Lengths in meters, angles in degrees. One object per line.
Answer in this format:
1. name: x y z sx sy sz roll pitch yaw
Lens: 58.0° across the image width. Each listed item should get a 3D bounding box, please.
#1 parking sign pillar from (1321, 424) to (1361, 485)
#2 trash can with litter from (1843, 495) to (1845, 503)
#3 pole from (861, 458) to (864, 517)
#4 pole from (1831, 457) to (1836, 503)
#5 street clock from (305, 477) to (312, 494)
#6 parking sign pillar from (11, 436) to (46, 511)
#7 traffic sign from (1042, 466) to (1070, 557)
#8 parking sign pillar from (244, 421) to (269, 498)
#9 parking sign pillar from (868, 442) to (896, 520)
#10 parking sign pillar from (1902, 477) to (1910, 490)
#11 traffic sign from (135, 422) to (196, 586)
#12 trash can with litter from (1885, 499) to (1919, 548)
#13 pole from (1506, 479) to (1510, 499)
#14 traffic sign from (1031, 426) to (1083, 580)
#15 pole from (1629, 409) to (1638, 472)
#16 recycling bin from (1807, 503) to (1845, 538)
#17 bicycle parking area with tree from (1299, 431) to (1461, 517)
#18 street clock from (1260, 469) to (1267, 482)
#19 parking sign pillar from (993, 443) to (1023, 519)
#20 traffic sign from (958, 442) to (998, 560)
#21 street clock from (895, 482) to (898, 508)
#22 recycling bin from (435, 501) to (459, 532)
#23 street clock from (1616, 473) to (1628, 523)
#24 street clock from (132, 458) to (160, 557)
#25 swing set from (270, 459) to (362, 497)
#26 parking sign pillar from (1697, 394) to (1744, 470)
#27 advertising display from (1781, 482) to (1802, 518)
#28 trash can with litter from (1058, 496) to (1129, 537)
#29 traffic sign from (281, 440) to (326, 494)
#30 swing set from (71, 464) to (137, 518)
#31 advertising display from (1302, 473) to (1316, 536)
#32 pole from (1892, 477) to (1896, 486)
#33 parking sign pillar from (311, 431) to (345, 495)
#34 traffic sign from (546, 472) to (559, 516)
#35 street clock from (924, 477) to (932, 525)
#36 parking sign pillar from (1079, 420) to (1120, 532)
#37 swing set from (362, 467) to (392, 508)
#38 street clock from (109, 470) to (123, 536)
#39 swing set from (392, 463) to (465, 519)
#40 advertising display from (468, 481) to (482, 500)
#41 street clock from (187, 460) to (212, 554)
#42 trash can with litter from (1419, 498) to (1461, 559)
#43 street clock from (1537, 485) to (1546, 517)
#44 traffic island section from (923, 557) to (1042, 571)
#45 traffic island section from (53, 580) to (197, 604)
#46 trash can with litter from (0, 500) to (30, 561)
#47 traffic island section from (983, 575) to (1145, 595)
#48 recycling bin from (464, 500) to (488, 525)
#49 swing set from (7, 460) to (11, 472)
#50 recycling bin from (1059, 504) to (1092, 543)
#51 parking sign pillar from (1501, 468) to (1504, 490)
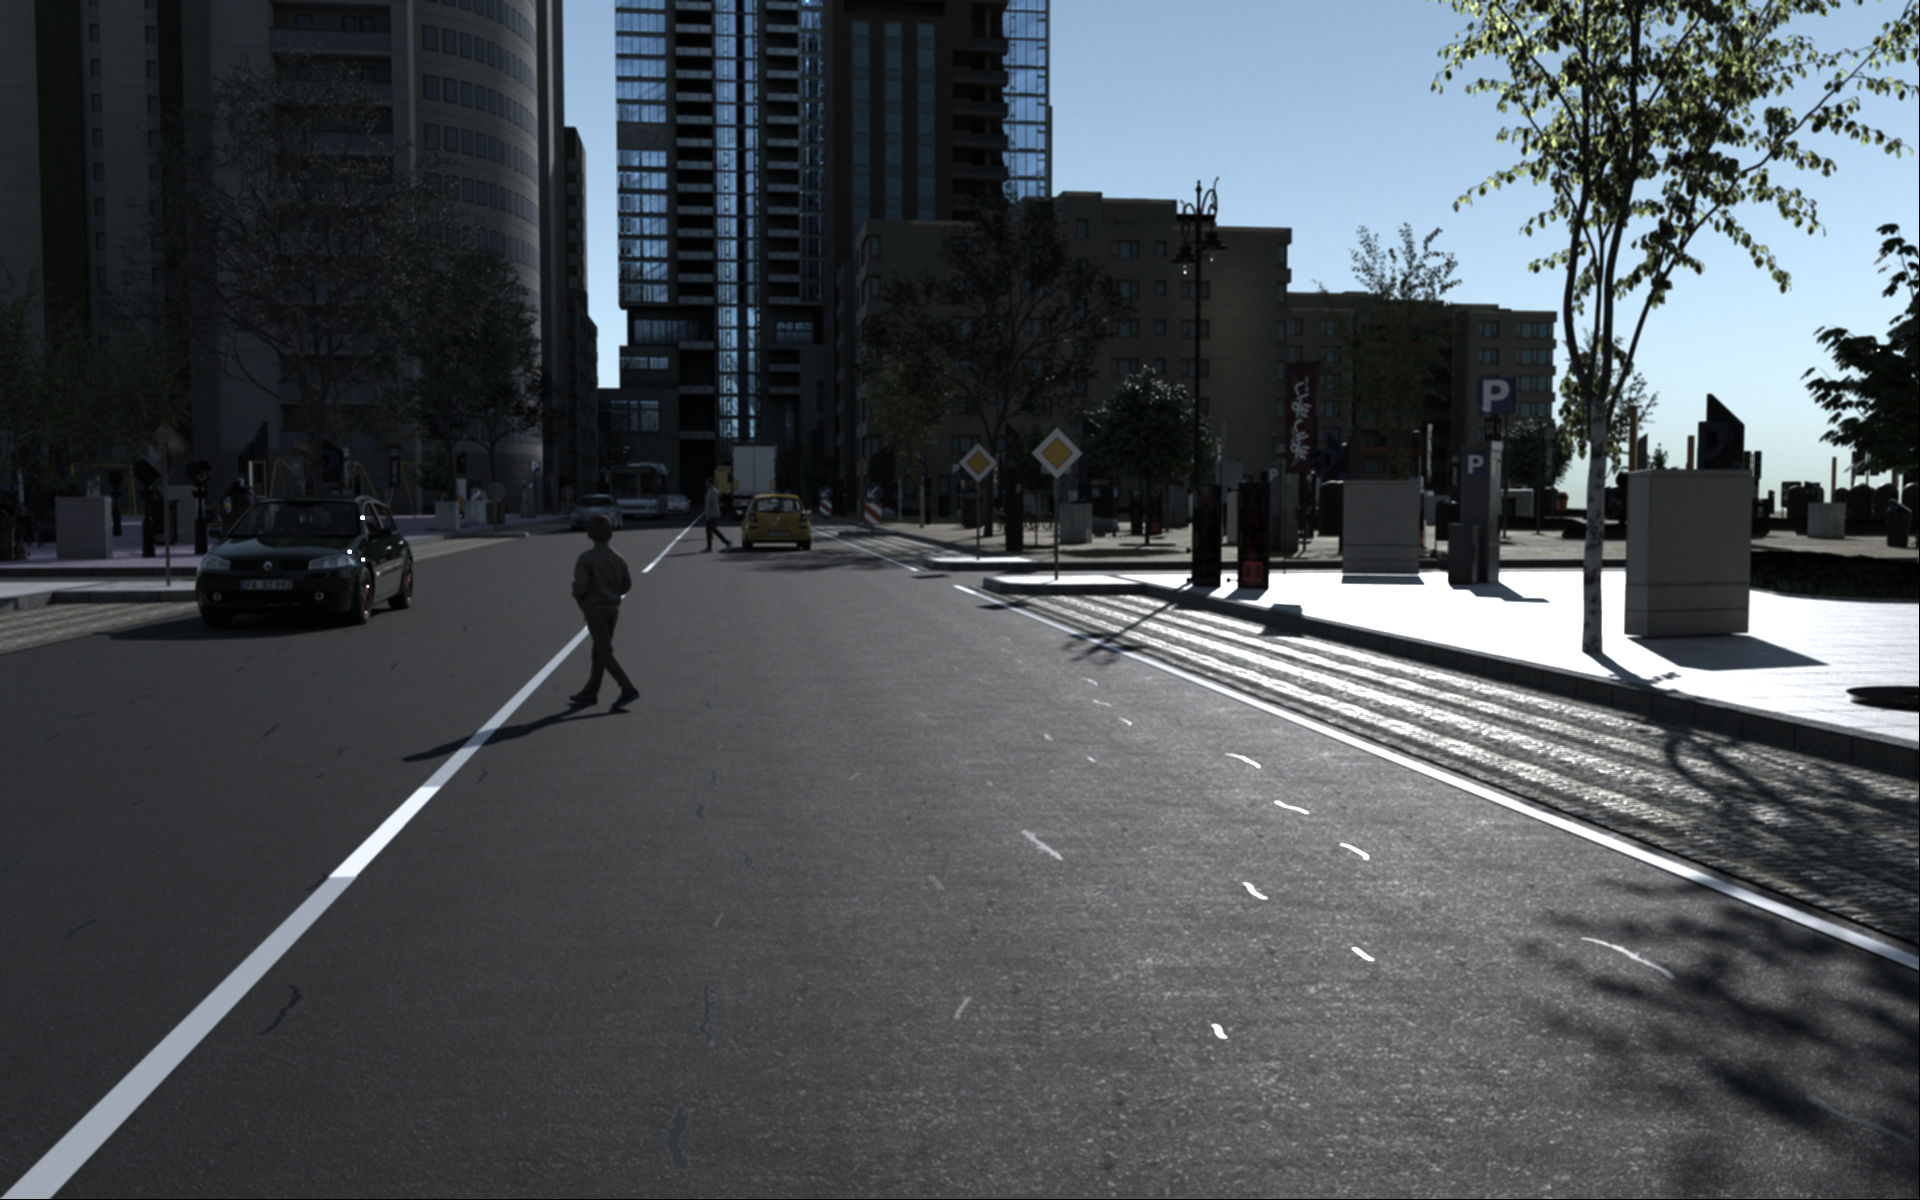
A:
1. parking sign pillar: 14.815 -4.734 65.880 1.447 3.967 1.447 2 4 33
2. trash can with litter: 47.027 -4.926 91.591 1.678 1.210 2.233 -2 4 -27
3. pole: -5.516 -6.367 97.942 0.158 3.312 0.155 0 3 0
4. pole: 48.106 -6.210 95.375 0.158 3.312 0.155 0 3 0
5. street clock: -26.306 -3.990 69.799 0.358 2.002 0.471 -1 4 -22
6. parking sign pillar: -41.450 -5.420 77.083 1.447 3.967 1.447 0 4 2
7. traffic sign: 1.960 -2.040 35.479 0.606 2.300 0.079 0 4 -4
8. parking sign pillar: -25.848 -4.597 63.627 1.447 3.967 1.447 0 4 -1
9. parking sign pillar: -3.990 -6.079 87.856 1.447 3.967 1.447 -1 4 -21
10. parking sign pillar: 52.810 -6.575 95.974 1.447 3.967 1.447 0 4 -2
11. traffic sign: -11.043 -1.252 24.110 0.795 2.450 0.064 0 4 -8
12. trash can with litter: 22.923 -1.861 41.807 1.055 1.170 0.624 2 4 32
13. pole: 31.391 -6.442 99.165 0.158 3.312 0.155 0 3 0
14. traffic sign: 1.437 -1.355 25.796 0.795 2.450 0.064 0 4 -8
15. pole: 16.211 -2.930 41.746 0.158 3.312 0.155 0 3 0
16. recycling bin: 25.269 -2.322 50.522 0.722 1.027 0.722 -1 4 -14
17. bicycle parking area with tree: 19.688 -5.768 81.304 9.016 4.147 8.231 0 4 -8
18. street clock: 8.910 -2.773 49.914 0.471 2.002 0.358 -1 4 -21
19. parking sign pillar: 2.543 -6.118 88.508 1.447 3.967 1.447 -1 4 -17
20. traffic sign: 0.351 -1.839 33.707 0.795 2.450 0.064 0 4 -8
21. street clock: -3.858 -6.098 104.276 0.471 2.002 0.358 2 4 32
22. recycling bin: -17.619 -2.872 59.516 0.722 1.027 0.722 -1 4 -9
23. street clock: 23.318 -3.447 60.928 0.358 2.002 0.471 -3 4 -36
24. street clock: -16.484 -1.869 35.136 0.471 2.002 0.358 -3 5 -43
25. swing set: -28.728 -4.845 76.830 3.119 2.851 2.862 0 4 1
26. parking sign pillar: 20.175 -3.518 45.987 1.447 3.967 1.447 -1 4 -16
27. advertising display: 42.958 -5.156 89.517 0.123 1.923 0.974 -3 5 -39
28. trash can with litter: 3.969 -2.490 51.771 2.233 1.210 1.678 0 4 -3
29. traffic sign: -12.130 -1.736 32.021 0.795 2.450 0.064 0 4 -8
30. swing set: -45.494 -5.784 92.184 3.119 2.851 2.862 -2 4 -32
31. advertising display: 10.678 -2.922 52.982 0.123 1.923 0.974 0 4 -5
32. pole: 37.812 -4.666 70.124 0.158 3.312 0.155 0 3 0
33. parking sign pillar: -27.024 -5.232 74.014 1.447 3.967 1.447 0 4 -3
34. traffic sign: -23.677 -6.149 100.648 0.768 2.556 0.104 0 4 -7
35. street clock: -1.348 -4.180 72.918 0.358 2.002 0.471 0 4 -7
36. parking sign pillar: 4.683 -4.288 58.577 1.447 3.967 1.447 2 4 31
37. swing set: -29.918 -5.357 85.212 2.862 2.851 3.119 0 4 -5
38. street clock: -25.729 -2.952 52.830 0.358 2.002 0.471 0 4 -4
39. swing set: -26.877 -5.453 86.776 3.119 2.851 2.862 1 4 12
40. advertising display: -24.058 -4.934 85.878 0.123 1.923 0.974 1 4 19
41. street clock: -16.221 -1.982 36.978 0.358 2.002 0.471 2 4 24
42. trash can with litter: 9.461 -1.464 34.991 2.233 1.210 1.678 1 4 9
43. street clock: 24.907 -4.265 74.304 0.358 2.002 0.471 -1 4 -21
44. traffic island section: 0.373 -0.704 33.788 2.009 0.180 2.903 0 4 -8
45. traffic island section: -11.066 -0.115 24.168 2.009 0.180 2.903 0 4 -8
46. trash can with litter: -18.476 -1.349 33.444 0.624 1.170 1.055 0 4 -2
47. traffic island section: 1.459 -0.220 25.877 2.009 0.180 2.903 0 4 -8
48. recycling bin: -20.345 -3.689 72.875 0.722 1.027 0.722 2 4 28
49. swing set: -44.315 -5.035 79.946 3.119 2.851 2.862 0 4 5
50. recycling bin: 3.057 -2.026 45.678 0.722 1.027 0.722 1 4 19
51. parking sign pillar: 30.223 -6.723 98.386 1.447 3.967 1.447 2 4 35
